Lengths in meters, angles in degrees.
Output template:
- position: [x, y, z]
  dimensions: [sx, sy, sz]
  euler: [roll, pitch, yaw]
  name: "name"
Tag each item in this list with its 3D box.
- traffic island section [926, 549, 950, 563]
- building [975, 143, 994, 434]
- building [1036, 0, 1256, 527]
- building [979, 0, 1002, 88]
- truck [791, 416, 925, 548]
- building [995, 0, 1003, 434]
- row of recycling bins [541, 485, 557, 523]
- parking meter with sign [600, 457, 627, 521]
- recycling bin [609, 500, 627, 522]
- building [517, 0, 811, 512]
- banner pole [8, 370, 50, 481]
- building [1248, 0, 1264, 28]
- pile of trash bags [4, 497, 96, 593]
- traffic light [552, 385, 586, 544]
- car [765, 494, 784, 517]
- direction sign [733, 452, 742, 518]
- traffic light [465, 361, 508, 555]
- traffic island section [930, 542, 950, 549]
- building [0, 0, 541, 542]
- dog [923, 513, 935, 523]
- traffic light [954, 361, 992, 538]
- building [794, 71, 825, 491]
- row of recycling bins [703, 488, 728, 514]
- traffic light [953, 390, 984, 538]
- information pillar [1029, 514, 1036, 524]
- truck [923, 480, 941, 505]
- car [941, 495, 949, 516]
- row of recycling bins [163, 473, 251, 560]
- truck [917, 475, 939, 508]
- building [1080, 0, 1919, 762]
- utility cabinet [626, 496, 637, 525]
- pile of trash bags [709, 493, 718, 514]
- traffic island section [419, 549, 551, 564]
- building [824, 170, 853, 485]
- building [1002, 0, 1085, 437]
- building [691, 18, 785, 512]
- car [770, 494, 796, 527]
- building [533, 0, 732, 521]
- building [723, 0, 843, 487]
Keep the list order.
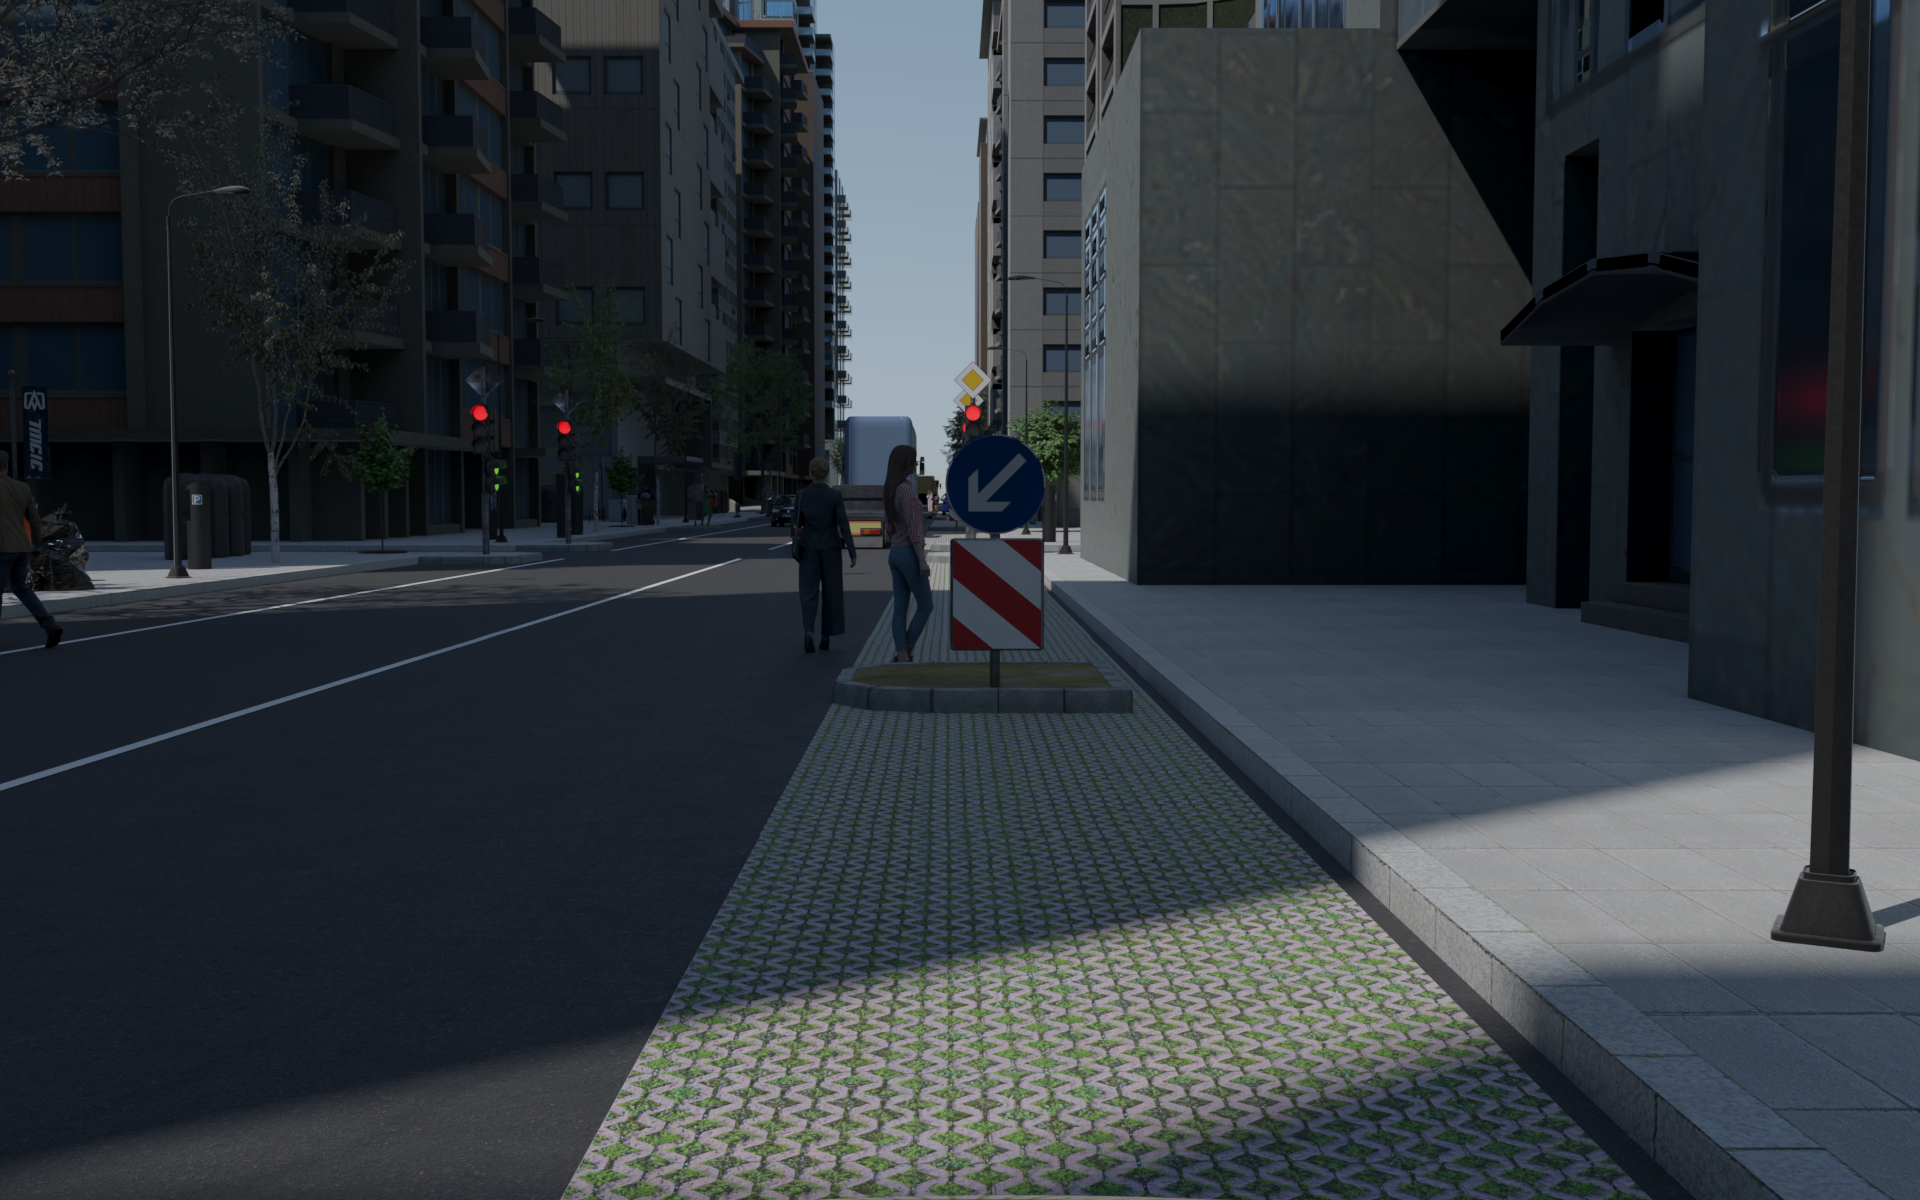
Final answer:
- position: [0.295, -0.894, 36.897]
  dimensions: [2.009, 0.180, 2.903]
  euler: [0, 4, 0]
  name: "traffic island section"
- position: [9.355, -34.613, 216.027]
  dimensions: [14.600, 45.320, 14.200]
  euler: [0, 4, 0]
  name: "building"
- position: [13.884, -38.613, 69.574]
  dimensions: [20.563, 71.187, 20.611]
  euler: [0, 4, 0]
  name: "building"
- position: [16.561, -36.174, 180.678]
  dimensions: [28.713, 52.752, 27.495]
  euler: [0, 4, 0]
  name: "building"
- position: [-2.947, -3.929, 53.998]
  dimensions: [2.967, 4.110, 18.799]
  euler: [0, 4, 1]
  name: "truck"
- position: [14.317, -30.468, 152.777]
  dimensions: [22.147, 44.769, 28.867]
  euler: [0, 4, 0]
  name: "building"
- position: [-18.163, -4.354, 78.297]
  dimensions: [1.069, 1.692, 3.534]
  euler: [1, 4, 9]
  name: "row of recycling bins"
- position: [-15.984, -5.204, 81.352]
  dimensions: [1.738, 3.016, 0.543]
  euler: [0, 4, -7]
  name: "parking meter with sign"
- position: [-15.858, -4.149, 80.393]
  dimensions: [0.722, 1.027, 0.722]
  euler: [0, 4, 5]
  name: "recycling bin"
- position: [-25.433, -30.835, 158.775]
  dimensions: [22.147, 44.769, 28.867]
  euler: [0, 4, 0]
  name: "building"
- position: [-18.899, -2.758, 35.116]
  dimensions: [0.863, 3.779, 0.401]
  euler: [-2, 4, -29]
  name: "banner pole"
- position: [16.943, -24.588, 52.121]
  dimensions: [14.200, 45.320, 14.600]
  euler: [0, 4, 0]
  name: "building"
- position: [-13.020, -0.863, 23.859]
  dimensions: [1.912, 1.369, 3.447]
  euler: [-2, 4, -28]
  name: "pile of trash bags"
- position: [-10.109, -3.411, 44.684]
  dimensions: [0.839, 4.253, 0.868]
  euler: [0, 4, 0]
  name: "traffic light"
- position: [-10.272, -5.416, 100.553]
  dimensions: [2.014, 1.417, 4.499]
  euler: [0, 4, -1]
  name: "car"
- position: [-12.326, -6.379, 96.295]
  dimensions: [0.379, 3.537, 0.876]
  euler: [1, 4, 19]
  name: "direction sign"
- position: [-10.056, -2.922, 36.699]
  dimensions: [0.839, 4.253, 0.868]
  euler: [0, 4, 0]
  name: "traffic light"
- position: [0.242, -1.382, 44.882]
  dimensions: [2.009, 0.180, 2.903]
  euler: [0, 4, 0]
  name: "traffic island section"
- position: [-26.048, -24.699, 58.447]
  dimensions: [22.147, 44.769, 28.867]
  euler: [0, 4, 0]
  name: "building"
- position: [-1.552, -4.145, 87.062]
  dimensions: [0.540, 0.507, 0.406]
  euler: [-2, 4, -24]
  name: "dog"
- position: [0.255, -2.927, 36.783]
  dimensions: [0.839, 4.253, 0.868]
  euler: [0, 4, 0]
  name: "traffic light"
- position: [-21.566, -32.447, 180.623]
  dimensions: [14.600, 45.320, 14.200]
  euler: [0, 4, 0]
  name: "building"
- position: [-16.188, -6.582, 114.734]
  dimensions: [1.069, 1.692, 3.534]
  euler: [1, 4, 10]
  name: "row of recycling bins"
- position: [0.202, -3.416, 44.768]
  dimensions: [0.839, 4.253, 0.868]
  euler: [0, 4, 0]
  name: "traffic light"
- position: [3.089, -4.223, 73.534]
  dimensions: [0.304, 2.012, 0.304]
  euler: [0, 4, 5]
  name: "information pillar"
- position: [-4.293, -14.700, 236.270]
  dimensions: [3.469, 3.379, 9.791]
  euler: [0, 4, 0]
  name: "truck"
- position: [-0.343, -6.486, 115.630]
  dimensions: [1.945, 1.707, 3.694]
  euler: [0, 4, 1]
  name: "car"
- position: [-15.283, -1.726, 35.336]
  dimensions: [1.069, 1.692, 3.534]
  euler: [0, 4, -6]
  name: "row of recycling bins"
- position: [-3.911, -11.168, 178.520]
  dimensions: [3.469, 3.379, 9.791]
  euler: [0, 4, 0]
  name: "truck"
- position: [13.683, -43.066, 16.807]
  dimensions: [22.319, 86.520, 31.000]
  euler: [0, 4, 0]
  name: "building"
- position: [-13.592, -3.782, 73.004]
  dimensions: [0.306, 1.237, 1.020]
  euler: [2, 4, 33]
  name: "utility cabinet"
- position: [-17.199, -6.215, 111.363]
  dimensions: [3.447, 1.369, 1.912]
  euler: [1, 4, 13]
  name: "pile of trash bags"
- position: [-10.096, -0.890, 36.834]
  dimensions: [2.009, 0.180, 2.903]
  euler: [0, 4, 0]
  name: "traffic island section"
- position: [-27.083, -38.584, 250.464]
  dimensions: [23.786, 49.044, 30.456]
  euler: [0, 4, 0]
  name: "building"
- position: [13.065, -34.432, 104.959]
  dimensions: [21.231, 58.520, 28.212]
  euler: [0, 4, 0]
  name: "building"
- position: [-30.063, -26.924, 132.091]
  dimensions: [32.217, 40.220, 23.993]
  euler: [0, 4, 0]
  name: "building"
- position: [-7.453, -4.152, 77.669]
  dimensions: [2.009, 1.686, 4.222]
  euler: [0, 4, 2]
  name: "car"
- position: [-27.662, -30.891, 94.306]
  dimensions: [28.713, 52.752, 27.495]
  euler: [0, 4, 0]
  name: "building"
- position: [-25.737, -55.401, 218.478]
  dimensions: [22.319, 86.520, 31.000]
  euler: [0, 4, 0]
  name: "building"
